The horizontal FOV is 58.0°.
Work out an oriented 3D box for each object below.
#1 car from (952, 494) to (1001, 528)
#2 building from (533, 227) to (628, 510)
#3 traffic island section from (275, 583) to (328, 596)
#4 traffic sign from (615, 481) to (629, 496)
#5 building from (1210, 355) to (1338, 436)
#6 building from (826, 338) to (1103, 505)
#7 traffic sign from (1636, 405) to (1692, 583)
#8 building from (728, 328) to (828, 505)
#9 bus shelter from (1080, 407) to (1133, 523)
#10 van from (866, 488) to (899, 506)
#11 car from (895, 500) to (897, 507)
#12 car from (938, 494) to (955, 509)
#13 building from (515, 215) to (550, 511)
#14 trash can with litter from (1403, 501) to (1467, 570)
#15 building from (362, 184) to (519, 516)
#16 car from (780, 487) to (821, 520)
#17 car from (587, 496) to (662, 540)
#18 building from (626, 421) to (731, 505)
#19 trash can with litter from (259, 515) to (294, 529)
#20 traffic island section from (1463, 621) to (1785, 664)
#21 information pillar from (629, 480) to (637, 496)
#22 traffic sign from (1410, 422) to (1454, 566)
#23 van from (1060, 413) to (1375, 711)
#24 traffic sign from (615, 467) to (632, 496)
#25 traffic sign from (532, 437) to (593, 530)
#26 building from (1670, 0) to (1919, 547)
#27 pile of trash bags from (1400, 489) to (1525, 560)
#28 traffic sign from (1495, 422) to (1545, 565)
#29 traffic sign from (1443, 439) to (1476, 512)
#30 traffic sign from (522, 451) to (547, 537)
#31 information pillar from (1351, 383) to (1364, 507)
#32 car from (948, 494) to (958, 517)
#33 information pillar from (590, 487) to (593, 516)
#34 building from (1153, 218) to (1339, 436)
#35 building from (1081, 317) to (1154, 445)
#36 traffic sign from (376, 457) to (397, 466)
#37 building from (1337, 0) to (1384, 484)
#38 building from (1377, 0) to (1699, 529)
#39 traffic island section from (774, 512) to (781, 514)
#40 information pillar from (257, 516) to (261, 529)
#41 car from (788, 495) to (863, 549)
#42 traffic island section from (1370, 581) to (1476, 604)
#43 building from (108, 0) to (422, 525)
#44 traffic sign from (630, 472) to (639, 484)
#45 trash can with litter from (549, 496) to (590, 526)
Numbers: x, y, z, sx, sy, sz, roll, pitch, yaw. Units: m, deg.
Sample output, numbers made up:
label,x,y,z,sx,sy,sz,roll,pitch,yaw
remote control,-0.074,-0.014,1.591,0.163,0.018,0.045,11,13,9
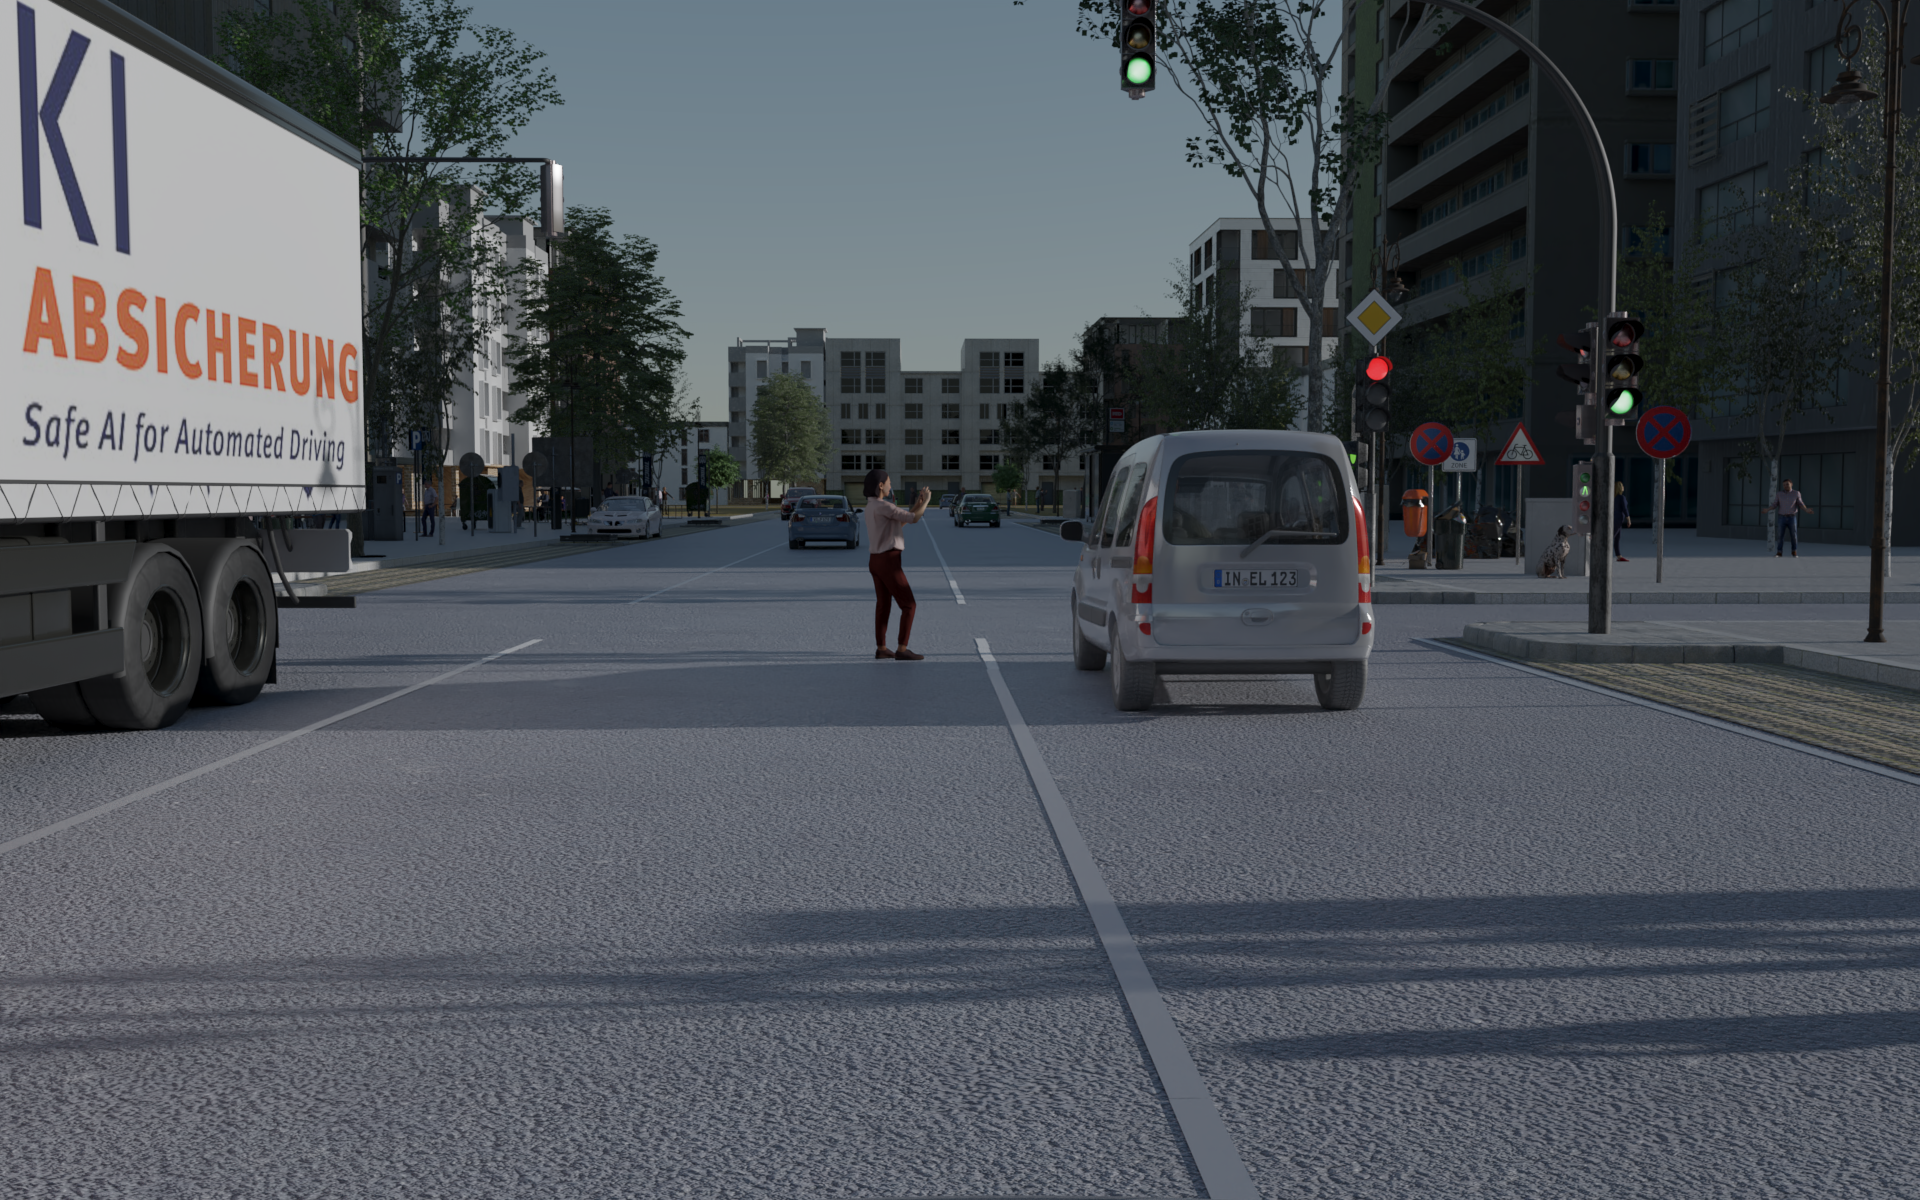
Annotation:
label,x,y,z,sx,sy,sz,roll,pitch,yaw
car,0.739,-3.905,75.644,2.131,1.459,4.920,0,4,-3
building,-46.189,-18.484,146.182,32.646,21.610,27.936,0,4,-2
traffic island section,-9.910,-0.077,23.541,2.009,0.180,2.903,0,4,-2
traffic sign,-18.258,-5.737,93.796,0.884,2.594,0.081,0,4,6
building,23.345,-10.554,114.710,9.099,9.664,28.070,0,4,-2
building,0.312,-20.720,205.228,31.486,18.905,16.747,0,4,-2
traffic sign,10.110,-1.520,24.966,0.768,2.556,0.104,0,4,7
building,-21.082,-21.229,203.506,11.380,20.091,16.016,0,4,-2
bus shelter,6.649,-6.137,77.970,2.179,5.291,8.768,0,4,-2
van,-4.745,-6.025,105.525,2.013,2.044,4.112,0,4,-3
car,-7.312,-9.930,174.160,2.131,1.459,4.920,0,4,-1
car,-1.077,-9.357,164.995,2.014,1.417,4.499,0,4,-1
building,-35.853,-15.842,115.435,16.016,20.091,11.380,0,4,-2
trash can with litter,8.093,-1.108,29.509,1.055,1.170,0.624,1,4,21
building,-36.113,-15.128,103.759,16.016,20.091,11.380,0,4,-2
car,-8.767,-5.321,95.676,2.281,1.827,5.304,0,4,-2
car,-10.693,-2.636,55.458,2.083,1.381,4.827,0,4,-2
building,-40.817,-15.802,200.502,28.070,9.664,9.099,0,4,-2
trash can with litter,-12.220,-1.239,31.637,1.055,1.170,0.624,-2,4,-26
traffic island section,5.909,0.385,15.990,2.009,0.180,2.903,0,4,-2
information pillar,-17.628,-5.430,93.280,0.304,2.012,0.304,2,4,30
traffic sign,8.327,-1.868,30.643,0.768,2.556,0.104,0,4,5
van,1.798,-0.357,12.843,2.013,2.044,4.112,0,4,-2
traffic sign,-15.811,-4.970,81.370,0.768,2.556,0.104,0,4,4
traffic sign,-14.169,-4.150,61.730,2.265,3.308,0.079,0,4,8
building,28.314,-22.056,44.207,14.086,41.232,14.154,0,4,-2
pile of trash bags,9.866,-1.523,34.658,1.912,1.369,3.447,3,5,45
traffic sign,10.098,-1.914,31.301,0.884,2.594,0.081,0,4,6
traffic sign,9.145,-1.814,31.795,0.606,2.300,0.079,0,4,5
traffic sign,-12.713,-3.161,51.785,0.768,2.556,0.104,0,4,3
information pillar,7.497,-2.526,32.651,0.183,3.616,0.504,0,4,-7
car,0.247,-6.073,109.080,2.009,1.686,4.222,0,4,-3
information pillar,-17.848,-4.886,84.372,0.304,2.012,0.304,0,4,-7
building,32.617,-18.406,144.916,27.936,21.610,32.646,0,4,-2
building,32.228,-22.443,210.914,32.646,21.610,27.936,0,4,-2
traffic sign,-15.896,-2.806,48.011,0.606,2.300,0.079,0,4,5
building,27.524,-24.990,92.177,14.154,41.232,14.086,0,4,-2
building,31.428,-27.509,73.475,21.300,48.544,21.600,0,4,-2
traffic island section,-12.448,-6.286,125.639,1.991,0.108,1.994,0,4,-2
information pillar,-16.558,-2.253,41.327,0.304,2.012,0.304,2,4,33
car,-3.610,-2.099,46.323,2.014,1.417,4.499,0,4,-1
traffic island section,5.686,-0.103,23.972,2.009,0.180,2.903,0,4,-2
building,-40.896,-29.706,74.925,28.713,52.752,27.495,0,4,-2
traffic sign,-18.566,-6.014,98.441,0.768,2.556,0.104,0,4,5
trash can with litter,-16.865,-3.971,75.982,2.233,1.210,1.678,0,4,1
